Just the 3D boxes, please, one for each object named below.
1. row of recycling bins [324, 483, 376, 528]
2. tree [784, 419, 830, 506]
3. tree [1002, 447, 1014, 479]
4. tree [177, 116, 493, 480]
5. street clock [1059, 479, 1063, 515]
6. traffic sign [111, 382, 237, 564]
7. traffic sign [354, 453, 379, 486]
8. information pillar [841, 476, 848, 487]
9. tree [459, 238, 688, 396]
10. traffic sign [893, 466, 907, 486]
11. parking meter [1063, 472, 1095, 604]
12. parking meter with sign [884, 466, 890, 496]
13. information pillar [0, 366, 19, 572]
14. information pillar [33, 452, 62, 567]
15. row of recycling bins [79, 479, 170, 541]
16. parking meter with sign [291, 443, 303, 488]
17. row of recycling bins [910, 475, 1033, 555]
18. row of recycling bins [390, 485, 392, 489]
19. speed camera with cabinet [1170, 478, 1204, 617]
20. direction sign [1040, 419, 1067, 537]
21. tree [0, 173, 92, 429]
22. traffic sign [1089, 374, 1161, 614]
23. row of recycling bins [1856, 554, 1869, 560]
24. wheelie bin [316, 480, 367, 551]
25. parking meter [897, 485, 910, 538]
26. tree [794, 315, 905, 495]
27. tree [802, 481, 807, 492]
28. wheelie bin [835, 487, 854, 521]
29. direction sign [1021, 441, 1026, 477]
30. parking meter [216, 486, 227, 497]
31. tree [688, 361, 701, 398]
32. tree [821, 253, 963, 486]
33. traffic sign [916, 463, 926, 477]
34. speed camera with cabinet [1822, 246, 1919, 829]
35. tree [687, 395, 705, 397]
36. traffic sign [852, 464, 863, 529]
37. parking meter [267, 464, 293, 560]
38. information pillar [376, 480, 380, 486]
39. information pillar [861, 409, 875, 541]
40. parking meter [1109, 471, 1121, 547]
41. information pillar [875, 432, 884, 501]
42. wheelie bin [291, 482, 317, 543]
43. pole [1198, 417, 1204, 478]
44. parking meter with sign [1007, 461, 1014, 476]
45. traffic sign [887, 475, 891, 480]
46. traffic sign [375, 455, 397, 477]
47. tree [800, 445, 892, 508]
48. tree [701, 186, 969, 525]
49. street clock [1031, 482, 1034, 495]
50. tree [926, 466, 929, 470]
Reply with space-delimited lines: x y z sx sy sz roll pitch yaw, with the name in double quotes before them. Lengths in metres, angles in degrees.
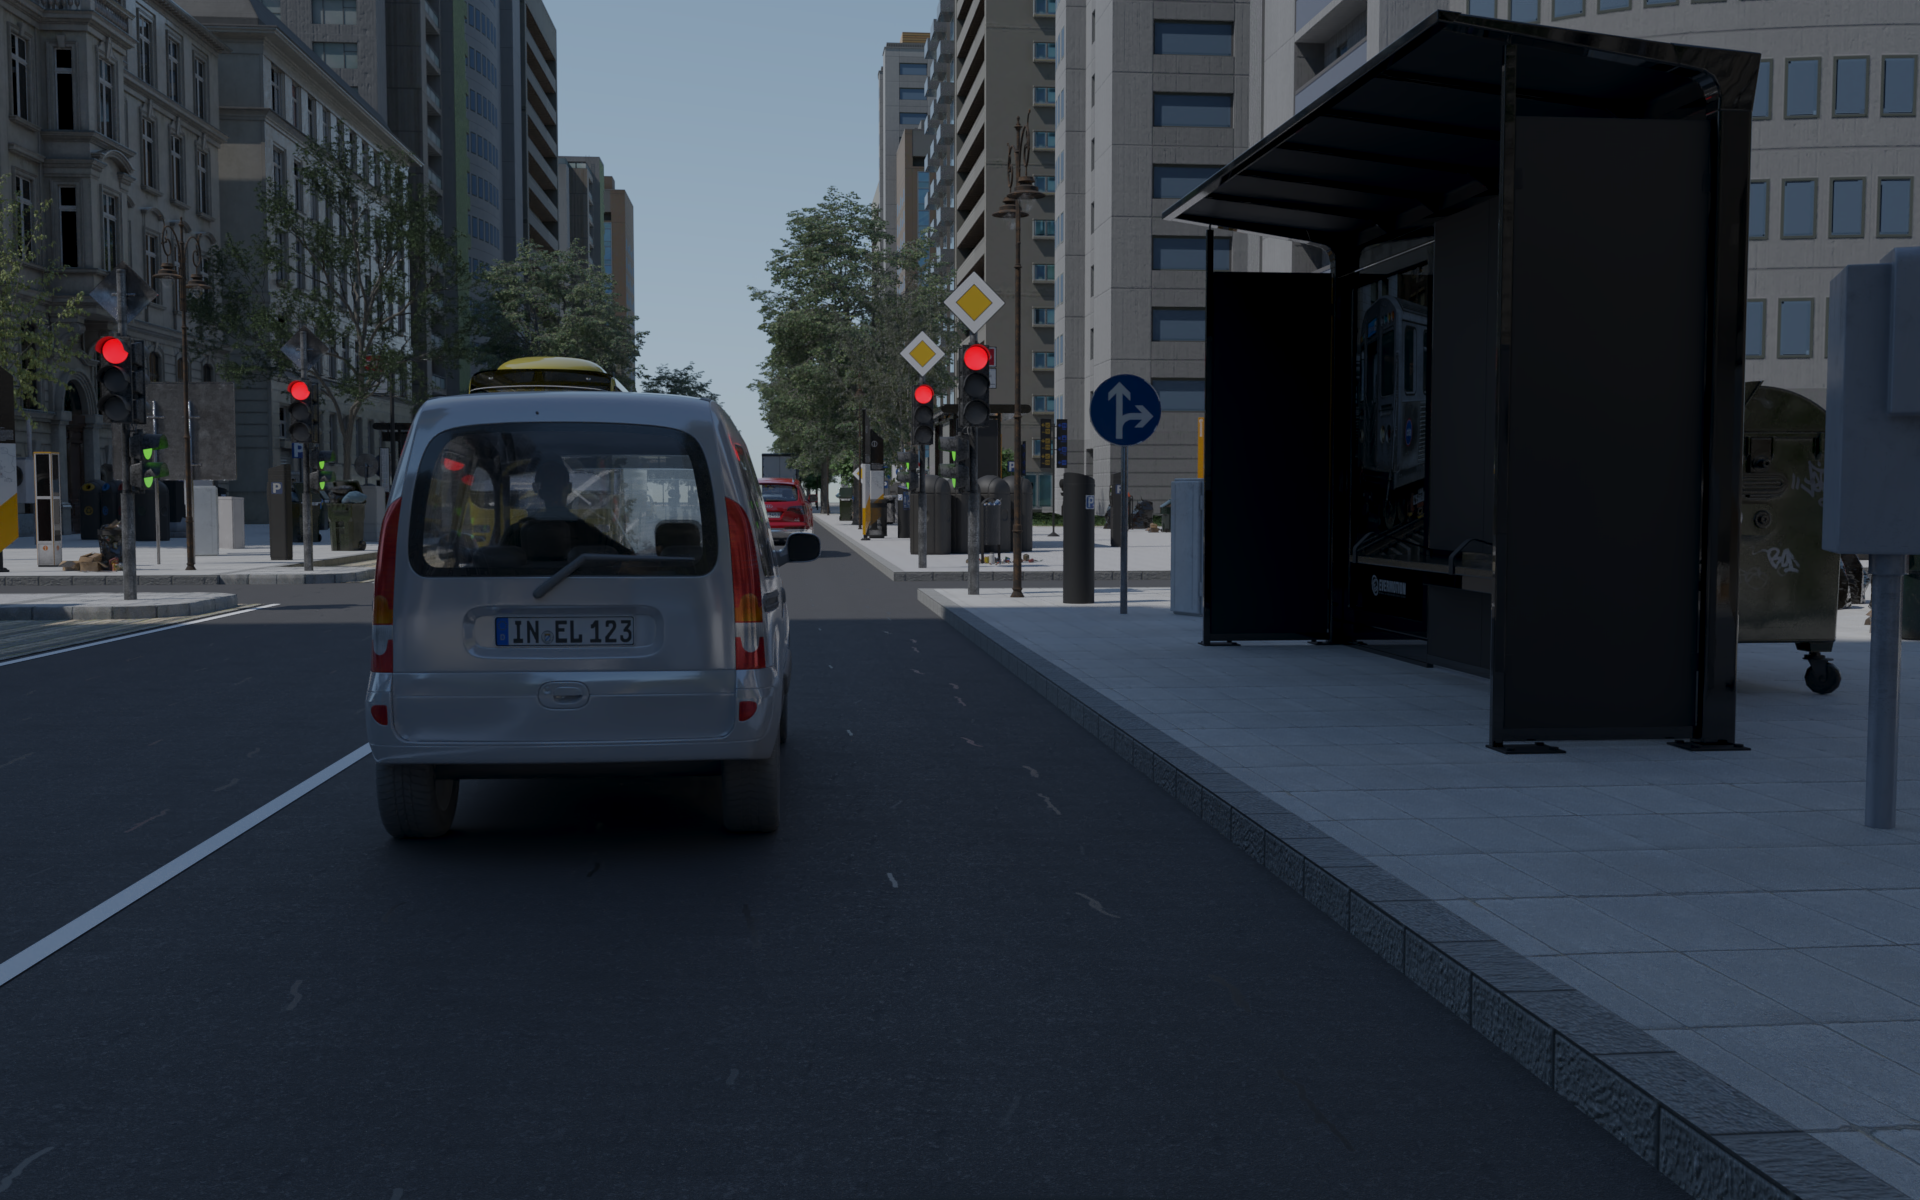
"row of recycling bins" -23.923 -3.606 66.073 3.534 1.692 1.069 0 4 -7
"tree" -16.504 -16.361 201.909 7.601 10.594 8.767 -1 4 -16
"tree" 2.061 -7.381 104.387 4.285 4.588 4.351 0 3 0
"tree" -15.746 -6.689 43.781 8.767 10.594 7.601 0 4 -2
"street clock" 4.932 -4.758 82.359 0.358 2.002 0.471 3 4 38
"traffic sign" -14.281 -2.299 31.464 2.265 3.308 0.079 0 4 1
"traffic sign" -18.555 -3.306 54.152 0.768 2.556 0.104 0 4 0
"information pillar" -6.046 -6.070 90.591 0.504 3.616 0.183 -3 5 -41
"tree" -19.794 -10.909 85.015 9.857 13.997 8.962 0 3 0
"traffic sign" -2.087 -3.598 60.957 0.606 2.300 0.079 0 4 -2
"parking meter" 1.395 -0.729 20.328 0.372 1.533 0.369 0 3 0
"parking meter with sign" -3.432 -5.102 79.682 0.543 3.016 1.738 0 4 3
"information pillar" -15.719 -2.260 28.314 0.504 3.616 0.183 -3 5 -42
"information pillar" -16.015 -1.586 30.423 0.304 2.012 0.304 0 4 -2
"row of recycling bins" -23.194 -2.507 48.109 3.534 1.692 1.069 2 4 33
"parking meter with sign" -22.101 -3.714 56.991 0.543 3.016 1.738 0 4 7
"row of recycling bins" 0.328 -1.872 37.728 1.069 1.692 3.534 3 5 43
"row of recycling bins" -24.989 -4.134 74.699 1.069 1.692 3.534 2 4 29
"speed camera with cabinet" 3.275 -1.487 18.655 2.038 3.252 0.660 -2 4 -27
"direction sign" 2.825 -3.683 52.209 0.876 3.537 0.379 -1 4 -20
"tree" -22.629 -5.507 40.404 4.737 8.622 4.395 0 3 0
"traffic sign" 1.755 -1.124 18.487 0.768 2.556 0.104 0 4 1
"row of recycling bins" 18.799 -1.645 34.009 3.534 1.692 1.069 0 4 -8
"wheelie bin" -13.827 -1.907 39.086 0.980 1.594 0.693 1 4 11
"parking meter" -1.628 -2.561 50.277 0.372 1.533 0.369 0 3 0
"tree" -5.920 -10.554 98.315 9.928 11.665 9.643 0 3 0
"tree" -20.820 -17.341 233.893 4.360 8.622 3.978 0 3 0
"wheelie bin" -5.446 -4.560 82.469 0.980 1.594 0.693 0 4 2
"direction sign" 2.651 -5.033 74.293 0.379 3.537 0.876 -1 4 -19
"parking meter" -24.402 -2.987 57.241 0.372 1.533 0.369 0 3 0
"tree" -27.211 -15.820 165.319 9.857 13.997 8.962 0 3 0
"tree" -1.916 -6.224 52.129 4.360 8.622 3.978 0 3 0
"traffic sign" -1.606 -3.912 63.971 0.884 2.594 0.081 0 4 -5
"speed camera with cabinet" 4.391 -0.741 6.457 2.038 3.252 0.660 1 4 20
"tree" -30.158 -17.026 195.380 9.611 12.733 9.660 0 3 0
"traffic sign" -3.581 -3.836 63.909 0.795 2.450 0.064 0 4 3
"parking meter" -13.187 -1.704 33.579 0.399 1.863 0.255 0 4 6
"information pillar" -29.580 -5.133 88.423 0.304 2.012 0.304 2 4 23
"information pillar" -2.592 -3.456 47.855 0.183 3.616 0.504 1 4 14
"parking meter" 3.830 -2.217 41.954 0.399 1.863 0.255 -1 4 -10
"information pillar" -2.964 -4.290 61.492 0.504 3.616 0.183 -1 4 -19
"wheelie bin" -17.460 -2.333 46.056 0.693 1.594 0.980 3 4 38
"pole" 6.426 -3.199 46.141 0.158 3.312 0.155 0 3 0
"parking meter with sign" 2.291 -5.914 92.961 0.543 3.016 1.738 -2 4 -34
"traffic sign" -4.584 -6.424 105.144 0.768 2.556 0.104 0 3 0
"traffic sign" -18.121 -3.330 54.548 0.768 2.556 0.104 0 4 0
"tree" -4.944 -6.319 87.033 4.285 4.588 4.351 0 3 0
"tree" -4.173 -10.086 71.563 9.857 13.997 8.962 0 3 0
"street clock" 4.279 -6.145 105.045 0.358 2.002 0.471 1 4 21
"tree" -0.191 -3.739 55.733 1.663 3.219 1.824 0 3 0
